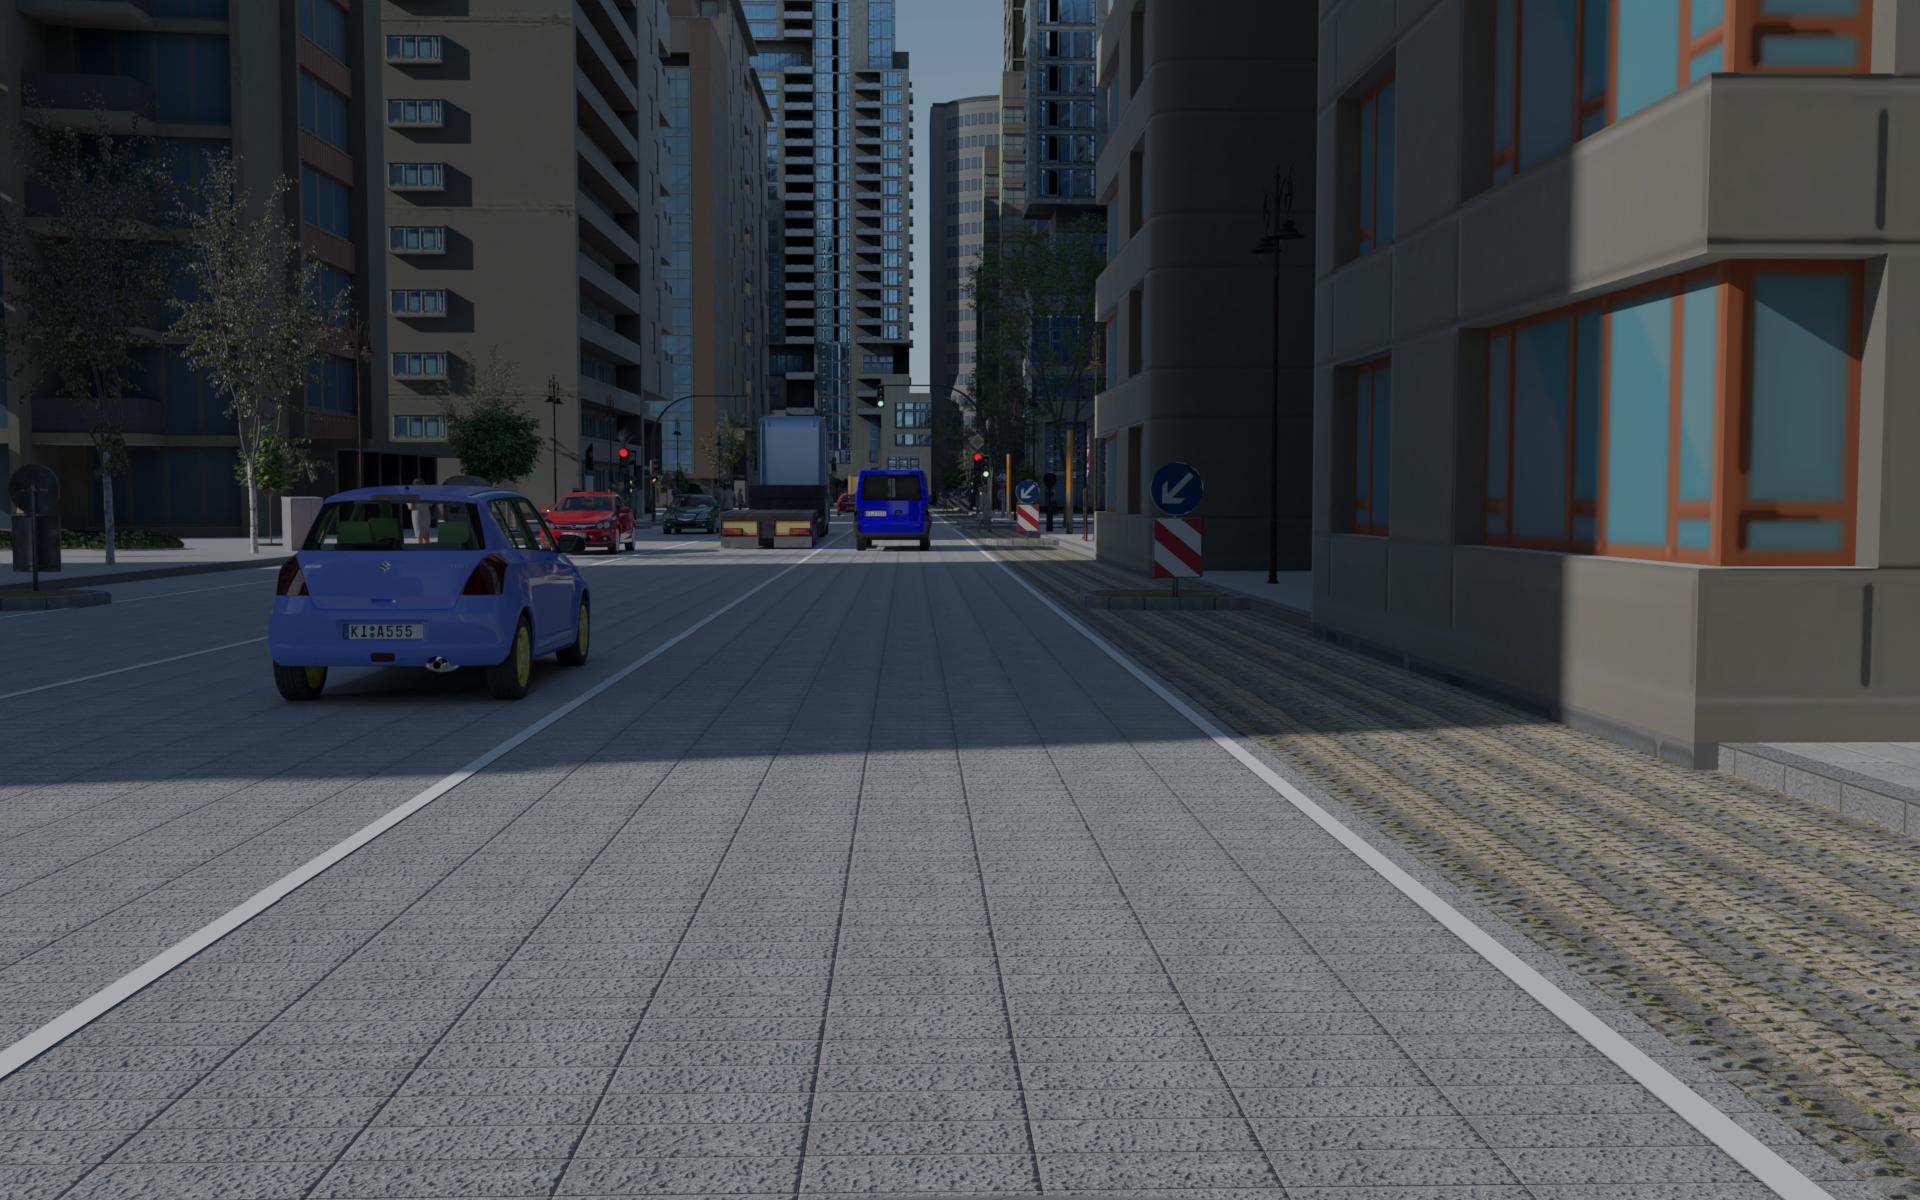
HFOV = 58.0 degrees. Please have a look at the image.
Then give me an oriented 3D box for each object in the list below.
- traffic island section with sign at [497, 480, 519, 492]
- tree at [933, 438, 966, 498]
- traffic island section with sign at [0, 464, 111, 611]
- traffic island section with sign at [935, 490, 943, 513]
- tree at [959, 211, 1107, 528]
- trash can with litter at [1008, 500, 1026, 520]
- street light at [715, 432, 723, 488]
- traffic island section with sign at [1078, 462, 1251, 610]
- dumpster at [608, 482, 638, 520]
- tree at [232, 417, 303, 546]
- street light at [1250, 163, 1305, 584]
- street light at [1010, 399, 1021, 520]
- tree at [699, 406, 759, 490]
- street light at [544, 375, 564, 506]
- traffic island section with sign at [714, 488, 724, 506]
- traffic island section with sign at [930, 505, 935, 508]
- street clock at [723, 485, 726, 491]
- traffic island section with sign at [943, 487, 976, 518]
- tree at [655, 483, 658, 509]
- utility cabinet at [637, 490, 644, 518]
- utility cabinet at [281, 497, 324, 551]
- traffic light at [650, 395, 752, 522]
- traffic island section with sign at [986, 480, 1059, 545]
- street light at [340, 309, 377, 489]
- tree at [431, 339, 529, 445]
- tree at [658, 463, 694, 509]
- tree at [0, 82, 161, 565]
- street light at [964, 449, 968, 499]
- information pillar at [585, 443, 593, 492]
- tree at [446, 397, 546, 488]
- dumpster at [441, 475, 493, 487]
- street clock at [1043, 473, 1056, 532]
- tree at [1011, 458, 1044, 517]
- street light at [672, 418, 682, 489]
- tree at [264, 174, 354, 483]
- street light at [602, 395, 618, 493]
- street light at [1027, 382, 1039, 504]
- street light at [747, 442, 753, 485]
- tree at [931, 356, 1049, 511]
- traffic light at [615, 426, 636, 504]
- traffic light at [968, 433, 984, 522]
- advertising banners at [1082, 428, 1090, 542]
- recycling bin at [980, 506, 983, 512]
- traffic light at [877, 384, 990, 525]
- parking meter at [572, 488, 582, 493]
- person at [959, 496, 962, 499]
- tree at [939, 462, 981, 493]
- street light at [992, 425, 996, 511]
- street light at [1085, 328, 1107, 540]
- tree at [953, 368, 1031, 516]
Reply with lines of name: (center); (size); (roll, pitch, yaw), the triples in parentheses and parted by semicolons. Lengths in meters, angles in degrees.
traffic island section with sign: (-12.874, -2.472, 49.039); (1.989, 1.847, 2.006); (0, 4, -2)
tree: (-1.037, -16.648, 222.556); (4.737, 8.622, 4.395); (0, 3, 0)
traffic island section with sign: (-12.068, -0.824, 22.096); (1.989, 1.847, 2.006); (0, 4, -2)
traffic island section with sign: (-0.703, -7.564, 132.303); (1.989, 1.847, 2.006); (0, 4, -2)
tree: (3.969, -8.518, 65.027); (9.928, 11.665, 9.643); (0, 3, 0)
trash can with litter: (2.850, -4.580, 86.262); (1.055, 1.170, 0.624); (2, 4, 31)
street light: (-17.578, -9.410, 126.636); (0.468, 5.910, 1.993); (0, 4, -2)
traffic island section with sign: (2.548, -0.827, 22.146); (1.989, 1.847, 2.006); (0, 4, -2)
dumpster: (-16.247, -4.744, 83.326); (1.264, 1.857, 1.865); (0, 4, -2)
tree: (-17.100, -2.972, 43.197); (1.663, 3.219, 1.824); (0, 3, 0)
street light: (4.481, -3.171, 24.630); (0.468, 5.910, 1.993); (0, 4, -2)
street light: (2.678, -6.810, 84.127); (0.468, 5.910, 1.993); (0, 4, -2)
tree: (-19.407, -11.892, 144.797); (4.737, 8.622, 4.395); (0, 3, 0)
street light: (-15.709, -5.772, 67.165); (0.468, 5.910, 1.993); (0, 4, -2)
traffic island section with sign: (-14.499, -5.861, 104.452); (1.989, 1.847, 2.006); (0, 4, -2)
traffic island section with sign: (-2.154, -10.590, 181.779); (1.989, 1.847, 2.006); (0, 4, -2)
street clock: (-17.988, -7.870, 133.248); (0.471, 2.002, 0.358); (0, 4, 7)
traffic island section with sign: (0.127, -5.873, 104.657); (1.989, 1.847, 2.006); (0, 4, -2)
tree: (-26.406, -9.731, 153.704); (1.663, 3.219, 1.824); (0, 3, 0)
utility cabinet: (-17.017, -5.104, 92.135); (0.318, 1.500, 1.173); (0, 4, -6)
utility cabinet: (-14.949, -1.729, 39.434); (0.306, 1.237, 1.020); (1, 4, 22)
traffic light: (-11.969, -6.418, 79.598); (4.771, 5.953, 1.251); (0, 4, -2)
traffic island section with sign: (1.762, -2.475, 49.090); (1.989, 1.847, 2.006); (0, 4, -2)
street light: (-15.062, -4.325, 43.499); (0.468, 5.910, 1.993); (0, 4, -2)
tree: (-22.474, -8.011, 81.344); (4.360, 8.622, 3.978); (0, 3, 0)
tree: (-17.345, -6.853, 106.654); (1.663, 3.219, 1.824); (0, 3, 0)
tree: (-15.491, -4.922, 30.835); (4.360, 8.622, 3.978); (0, 3, 0)
street light: (0.588, -11.131, 154.775); (0.468, 5.910, 1.993); (0, 4, -2)
information pillar: (-16.800, -5.335, 78.579); (0.183, 3.616, 0.504); (1, 4, 23)
tree: (-15.702, -4.581, 58.615); (4.285, 4.588, 4.351); (0, 3, 0)
dumpster: (-15.508, -2.982, 54.513); (1.264, 1.857, 1.865); (0, 4, -2)
street clock: (3.058, -3.330, 59.019); (0.358, 2.002, 0.471); (-2, 4, -33)
tree: (3.751, -5.945, 91.794); (1.663, 3.219, 1.824); (0, 3, 0)
street light: (-16.850, -7.987, 103.379); (0.468, 5.910, 1.993); (0, 4, -2)
tree: (-15.129, -5.296, 36.951); (4.360, 8.622, 3.978); (0, 3, 0)
street light: (-16.068, -6.538, 79.686); (0.468, 5.910, 1.993); (0, 4, -2)
street light: (3.060, -6.048, 71.667); (0.468, 5.910, 1.993); (0, 4, -2)
street light: (-18.169, -10.832, 149.896); (0.468, 5.910, 1.993); (0, 4, -2)
tree: (1.987, -11.098, 115.858); (8.767, 10.594, 7.601); (1, 4, 11)
traffic light: (-13.823, -5.052, 71.520); (0.839, 4.253, 0.868); (0, 4, -2)
traffic light: (0.797, -5.568, 79.953); (0.839, 4.253, 0.868); (0, 4, -2)
advertising banners: (3.426, -3.109, 47.023); (0.090, 3.025, 2.074); (0, 4, 1)
recycling bin: (1.799, -6.945, 126.101); (0.722, 1.027, 0.722); (0, 4, 0)
traffic light: (-1.057, -5.939, 71.769); (4.771, 5.953, 1.251); (0, 4, -2)
parking meter: (-15.811, -3.860, 71.521); (0.372, 1.533, 0.369); (0, 3, 0)
person: (0.256, -11.837, 199.591); (0.705, 1.822, 1.348); (-3, 5, -40)
tree: (0.668, -11.568, 172.850); (4.285, 4.588, 4.351); (0, 3, 0)
street light: (2.069, -8.240, 107.508); (0.468, 5.910, 1.993); (0, 4, -2)
street light: (3.799, -4.625, 48.410); (0.468, 5.910, 1.993); (0, 4, -2)
tree: (2.341, -9.184, 100.525); (4.360, 8.622, 3.978); (0, 3, 0)
